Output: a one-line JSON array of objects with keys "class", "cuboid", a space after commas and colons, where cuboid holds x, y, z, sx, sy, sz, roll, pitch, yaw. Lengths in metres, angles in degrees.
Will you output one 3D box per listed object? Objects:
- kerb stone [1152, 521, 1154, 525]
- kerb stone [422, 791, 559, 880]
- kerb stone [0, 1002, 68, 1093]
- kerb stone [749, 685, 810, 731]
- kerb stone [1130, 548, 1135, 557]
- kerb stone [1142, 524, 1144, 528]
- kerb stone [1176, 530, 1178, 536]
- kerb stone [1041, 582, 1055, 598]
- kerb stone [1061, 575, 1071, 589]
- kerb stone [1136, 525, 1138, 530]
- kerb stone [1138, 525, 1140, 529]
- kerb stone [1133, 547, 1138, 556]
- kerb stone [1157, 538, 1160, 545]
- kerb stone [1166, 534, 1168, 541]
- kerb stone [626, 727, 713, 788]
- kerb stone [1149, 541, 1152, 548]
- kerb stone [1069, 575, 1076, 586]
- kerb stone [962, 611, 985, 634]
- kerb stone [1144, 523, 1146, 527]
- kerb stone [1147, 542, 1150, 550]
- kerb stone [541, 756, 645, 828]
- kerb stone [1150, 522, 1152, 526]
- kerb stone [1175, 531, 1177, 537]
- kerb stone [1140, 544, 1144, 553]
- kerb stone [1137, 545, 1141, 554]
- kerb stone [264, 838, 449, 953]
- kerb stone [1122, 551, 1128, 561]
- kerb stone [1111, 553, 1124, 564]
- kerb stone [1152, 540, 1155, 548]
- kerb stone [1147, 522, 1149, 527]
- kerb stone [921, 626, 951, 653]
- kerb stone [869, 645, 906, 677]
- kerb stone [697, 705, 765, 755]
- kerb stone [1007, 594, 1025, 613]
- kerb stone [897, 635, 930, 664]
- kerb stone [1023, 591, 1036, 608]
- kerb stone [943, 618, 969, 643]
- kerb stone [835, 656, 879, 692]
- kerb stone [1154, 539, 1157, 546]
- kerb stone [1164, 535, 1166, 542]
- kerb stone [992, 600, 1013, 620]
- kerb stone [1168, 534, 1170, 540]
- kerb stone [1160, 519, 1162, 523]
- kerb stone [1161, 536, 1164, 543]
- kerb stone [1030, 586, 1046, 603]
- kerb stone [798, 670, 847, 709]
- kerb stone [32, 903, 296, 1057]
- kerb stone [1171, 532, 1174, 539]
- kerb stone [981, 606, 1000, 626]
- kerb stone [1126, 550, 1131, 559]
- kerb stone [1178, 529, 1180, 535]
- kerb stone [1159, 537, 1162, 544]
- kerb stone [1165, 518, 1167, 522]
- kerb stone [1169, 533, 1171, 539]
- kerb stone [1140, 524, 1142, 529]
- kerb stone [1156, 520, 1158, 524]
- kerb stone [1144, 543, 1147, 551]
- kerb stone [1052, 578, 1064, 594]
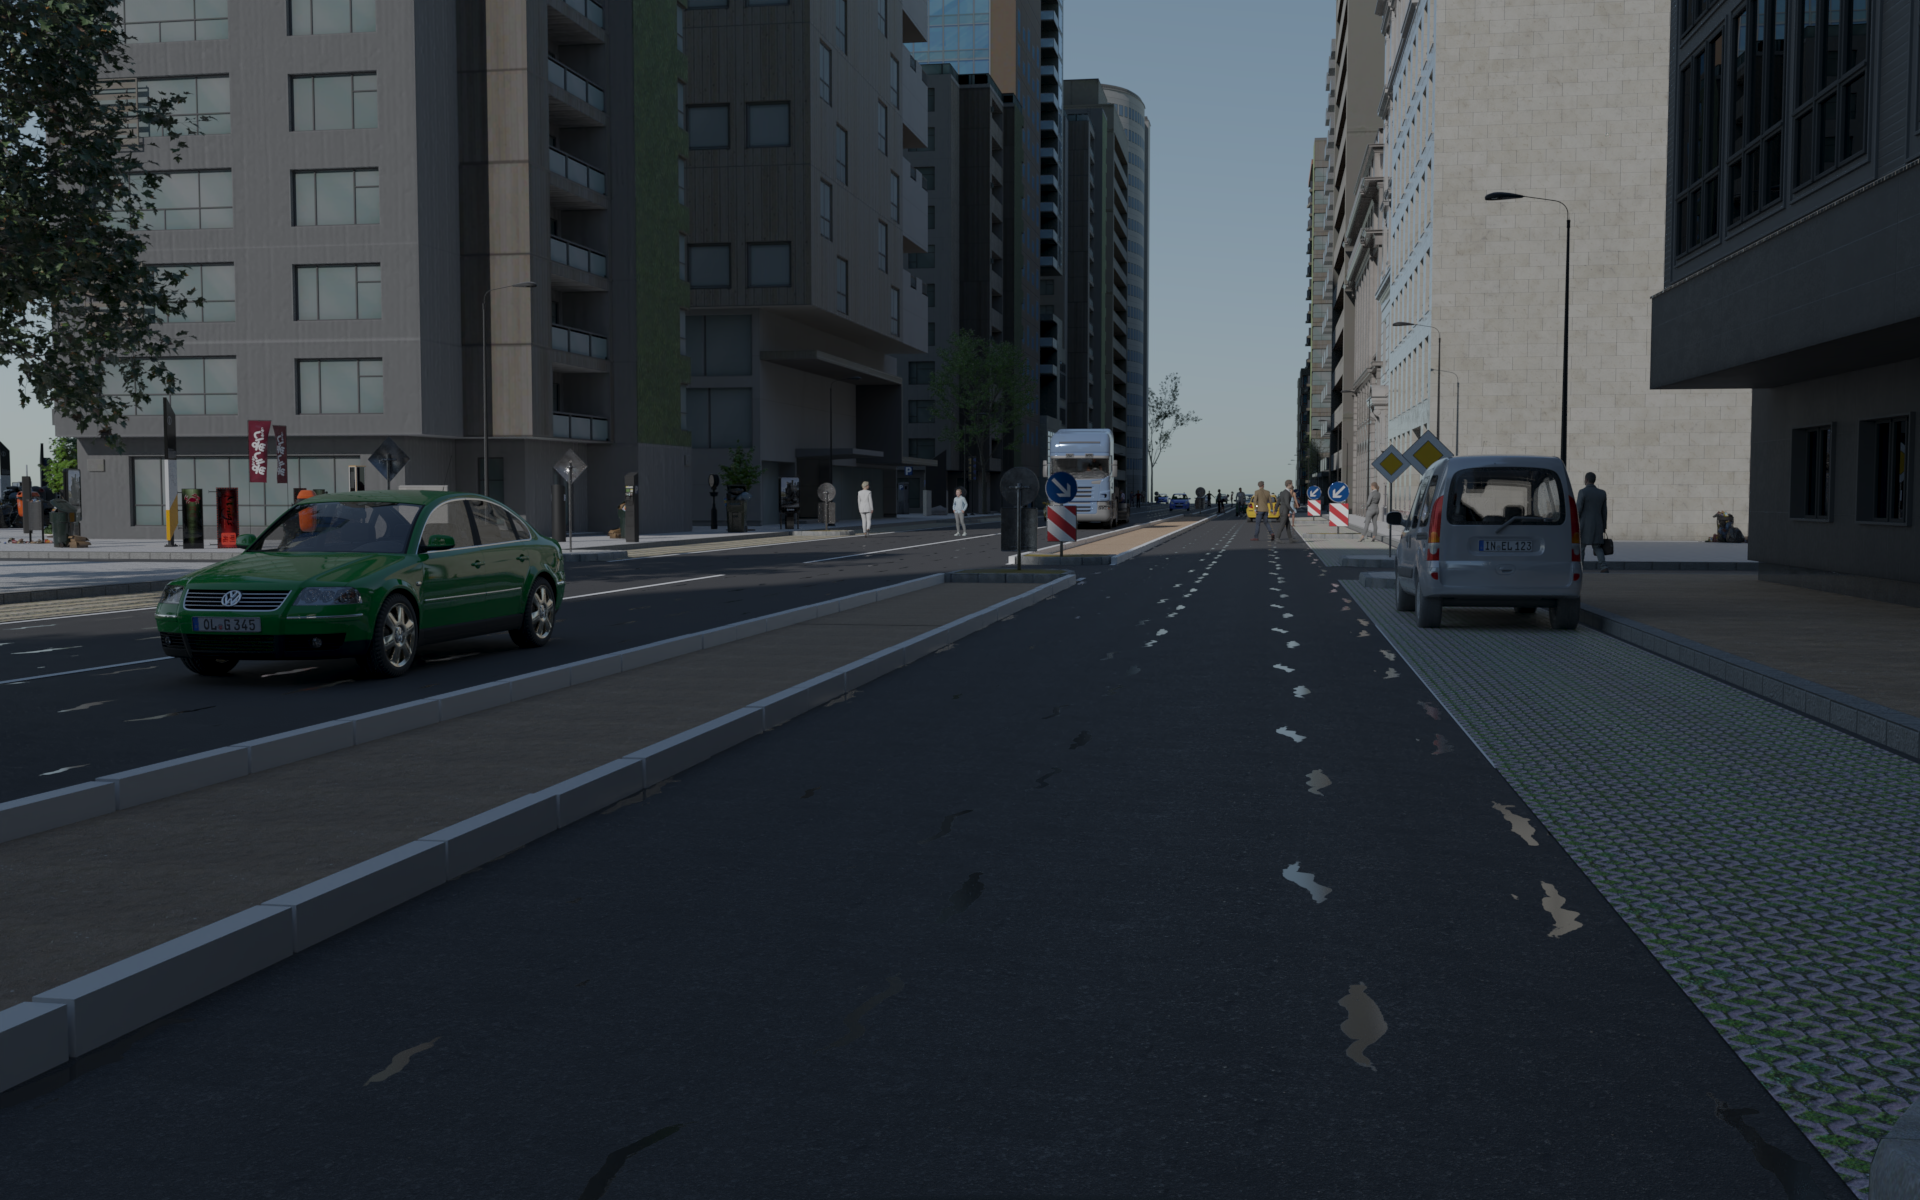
[{"class": "kerb stone", "cuboid": [8.459, -3.384, 77.545, 0.120, 0.150, 1.000, 1, 4, 10]}, {"class": "kerb stone", "cuboid": [-1.869, 0.934, 6.918, 0.120, 0.150, 1.000, 1, 4, 10]}, {"class": "kerb stone", "cuboid": [-2.401, 1.125, 3.896, 0.120, 0.150, 1.000, 1, 4, 10]}, {"class": "kerb stone", "cuboid": [-1.151, 0.687, 10.965, 0.120, 0.150, 1.000, 1, 4, 10]}, {"class": "kerb stone", "cuboid": [3.762, -1.012, 38.847, 0.120, 0.150, 1.000, 1, 4, 10]}, {"class": "kerb stone", "cuboid": [7.384, -3.014, 71.482, 0.120, 0.150, 1.000, 1, 4, 10]}, {"class": "kerb stone", "cuboid": [7.137, -2.188, 58.000, 0.120, 0.150, 1.000, 1, 4, 10]}, {"class": "kerb stone", "cuboid": [1.165, -0.118, 24.126, 0.120, 0.150, 1.000, 1, 4, 10]}, {"class": "kerb stone", "cuboid": [1.522, -0.241, 26.142, 0.120, 0.150, 1.000, 1, 4, 10]}, {"class": "kerb stone", "cuboid": [6.853, -2.828, 68.462, 0.120, 0.150, 1.000, 1, 4, 10]}, {"class": "kerb stone", "cuboid": [7.033, -2.890, 69.468, 0.120, 0.150, 1.000, 1, 4, 10]}, {"class": "kerb stone", "cuboid": [3.946, -1.080, 39.852, 0.120, 0.150, 1.000, 1, 4, 10]}, {"class": "kerb stone", "cuboid": [5.365, -1.572, 47.918, 0.120, 0.150, 1.000, 1, 4, 10]}, {"class": "kerb stone", "cuboid": [6.071, -1.819, 51.944, 0.120, 0.150, 1.000, 1, 4, 10]}, {"class": "kerb stone", "cuboid": [-1.502, 0.811, 8.929, 0.120, 0.150, 1.000, 1, 4, 10]}, {"class": "kerb stone", "cuboid": [4.832, -1.388, 44.897, 0.120, 0.150, 1.000, 1, 4, 10]}, {"class": "kerb stone", "cuboid": [1.703, -0.300, 27.148, 0.120, 0.150, 1.000, 1, 4, 10]}, {"class": "kerb stone", "cuboid": [0.094, 0.254, 18.047, 0.120, 0.150, 1.000, 1, 4, 10]}, {"class": "kerb stone", "cuboid": [7.565, -3.076, 72.487, 0.120, 0.150, 1.000, 1, 4, 10]}, {"class": "kerb stone", "cuboid": [4.660, -1.326, 43.889, 0.120, 0.150, 1.000, 1, 4, 10]}, {"class": "kerb stone", "cuboid": [-1.687, 0.878, 7.924, 0.120, 0.150, 1.000, 1, 4, 10]}, {"class": "kerb stone", "cuboid": [8.272, -3.323, 76.538, 0.120, 0.150, 1.000, 1, 4, 10]}, {"class": "kerb stone", "cuboid": [6.963, -2.128, 56.993, 0.120, 0.150, 1.000, 1, 4, 10]}, {"class": "kerb stone", "cuboid": [4.295, -1.203, 41.866, 0.120, 0.150, 1.000, 1, 4, 10]}, {"class": "kerb stone", "cuboid": [4.120, -1.141, 40.859, 0.120, 0.150, 1.000, 1, 4, 10]}, {"class": "kerb stone", "cuboid": [-2.044, 0.996, 5.909, 0.120, 0.150, 1.000, 1, 4, 10]}, {"class": "kerb stone", "cuboid": [3.409, -0.893, 36.811, 0.120, 0.150, 1.000, 1, 4, 10]}, {"class": "kerb stone", "cuboid": [3.228, -0.828, 35.799, 0.120, 0.150, 1.000, 1, 4, 10]}, {"class": "kerb stone", "cuboid": [5.006, -1.450, 45.903, 0.120, 0.150, 1.000, 1, 4, 10]}, {"class": "kerb stone", "cuboid": [7.924, -3.200, 74.507, 0.120, 0.150, 1.000, 1, 4, 10]}, {"class": "kerb stone", "cuboid": [-0.258, 0.378, 16.018, 0.120, 0.150, 1.000, 1, 4, 10]}, {"class": "kerb stone", "cuboid": [-0.619, 0.501, 14.006, 0.120, 0.150, 1.000, 1, 4, 10]}, {"class": "kerb stone", "cuboid": [-1.334, 0.755, 9.951, 0.120, 0.150, 1.000, 1, 4, 10]}, {"class": "kerb stone", "cuboid": [0.633, 0.068, 21.090, 0.120, 0.150, 1.000, 1, 4, 10]}, {"class": "kerb stone", "cuboid": [-0.433, 0.439, 15.011, 0.120, 0.150, 1.000, 1, 4, 10]}, {"class": "kerb stone", "cuboid": [0.813, 0.014, 22.112, 0.120, 0.150, 1.000, 1, 4, 10]}, {"class": "kerb stone", "cuboid": [-0.079, 0.316, 17.039, 0.120, 0.150, 1.000, 1, 4, 10]}, {"class": "kerb stone", "cuboid": [-0.794, 0.563, 12.992, 0.120, 0.150, 1.000, 1, 4, 10]}, {"class": "kerb stone", "cuboid": [5.187, -1.509, 46.911, 0.120, 0.150, 1.000, 1, 4, 10]}, {"class": "kerb stone", "cuboid": [5.901, -1.758, 50.936, 0.120, 0.150, 1.000, 1, 4, 10]}, {"class": "kerb stone", "cuboid": [0.456, 0.130, 20.069, 0.120, 0.150, 1.000, 1, 4, 10]}, {"class": "kerb stone", "cuboid": [6.254, -1.881, 52.954, 0.120, 0.150, 1.000, 1, 4, 10]}, {"class": "kerb stone", "cuboid": [9.522, -3.752, 83.587, 0.120, 0.150, 1.000, 1, 4, 10]}, {"class": "kerb stone", "cuboid": [5.725, -1.696, 49.929, 0.120, 0.150, 1.000, 1, 4, 10]}, {"class": "kerb stone", "cuboid": [0.996, -0.052, 23.118, 0.120, 0.150, 1.000, 1, 4, 10]}, {"class": "kerb stone", "cuboid": [-0.976, 0.625, 11.972, 0.120, 0.150, 1.000, 1, 4, 10]}, {"class": "kerb stone", "cuboid": [-2.220, 1.058, 4.902, 0.120, 0.150, 1.000, 1, 4, 10]}, {"class": "kerb stone", "cuboid": [6.611, -2.003, 54.978, 0.120, 0.150, 1.000, 1, 4, 10]}, {"class": "kerb stone", "cuboid": [0.272, 0.198, 19.057, 0.120, 0.150, 1.000, 1, 4, 10]}, {"class": "kerb stone", "cuboid": [3.581, -0.957, 37.835, 0.120, 0.150, 1.000, 1, 4, 10]}, {"class": "kerb stone", "cuboid": [7.317, -2.251, 59.006, 0.120, 0.150, 1.000, 1, 4, 10]}, {"class": "kerb stone", "cuboid": [5.540, -1.635, 48.924, 0.120, 0.150, 1.000, 1, 4, 10]}, {"class": "kerb stone", "cuboid": [10.231, -4.001, 87.613, 0.120, 0.150, 1.000, 1, 4, 10]}, {"class": "kerb stone", "cuboid": [6.424, -1.944, 53.972, 0.120, 0.150, 1.000, 1, 4, 10]}, {"class": "kerb stone", "cuboid": [7.216, -2.953, 70.473, 0.120, 0.150, 1.000, 1, 4, 10]}, {"class": "kerb stone", "cuboid": [8.982, -3.570, 80.567, 0.120, 0.150, 1.000, 1, 4, 10]}, {"class": "kerb stone", "cuboid": [4.477, -1.265, 42.875, 0.120, 0.150, 1.000, 1, 4, 10]}, {"class": "kerb stone", "cuboid": [1.349, -0.176, 25.132, 0.120, 0.150, 1.000, 1, 4, 10]}]
